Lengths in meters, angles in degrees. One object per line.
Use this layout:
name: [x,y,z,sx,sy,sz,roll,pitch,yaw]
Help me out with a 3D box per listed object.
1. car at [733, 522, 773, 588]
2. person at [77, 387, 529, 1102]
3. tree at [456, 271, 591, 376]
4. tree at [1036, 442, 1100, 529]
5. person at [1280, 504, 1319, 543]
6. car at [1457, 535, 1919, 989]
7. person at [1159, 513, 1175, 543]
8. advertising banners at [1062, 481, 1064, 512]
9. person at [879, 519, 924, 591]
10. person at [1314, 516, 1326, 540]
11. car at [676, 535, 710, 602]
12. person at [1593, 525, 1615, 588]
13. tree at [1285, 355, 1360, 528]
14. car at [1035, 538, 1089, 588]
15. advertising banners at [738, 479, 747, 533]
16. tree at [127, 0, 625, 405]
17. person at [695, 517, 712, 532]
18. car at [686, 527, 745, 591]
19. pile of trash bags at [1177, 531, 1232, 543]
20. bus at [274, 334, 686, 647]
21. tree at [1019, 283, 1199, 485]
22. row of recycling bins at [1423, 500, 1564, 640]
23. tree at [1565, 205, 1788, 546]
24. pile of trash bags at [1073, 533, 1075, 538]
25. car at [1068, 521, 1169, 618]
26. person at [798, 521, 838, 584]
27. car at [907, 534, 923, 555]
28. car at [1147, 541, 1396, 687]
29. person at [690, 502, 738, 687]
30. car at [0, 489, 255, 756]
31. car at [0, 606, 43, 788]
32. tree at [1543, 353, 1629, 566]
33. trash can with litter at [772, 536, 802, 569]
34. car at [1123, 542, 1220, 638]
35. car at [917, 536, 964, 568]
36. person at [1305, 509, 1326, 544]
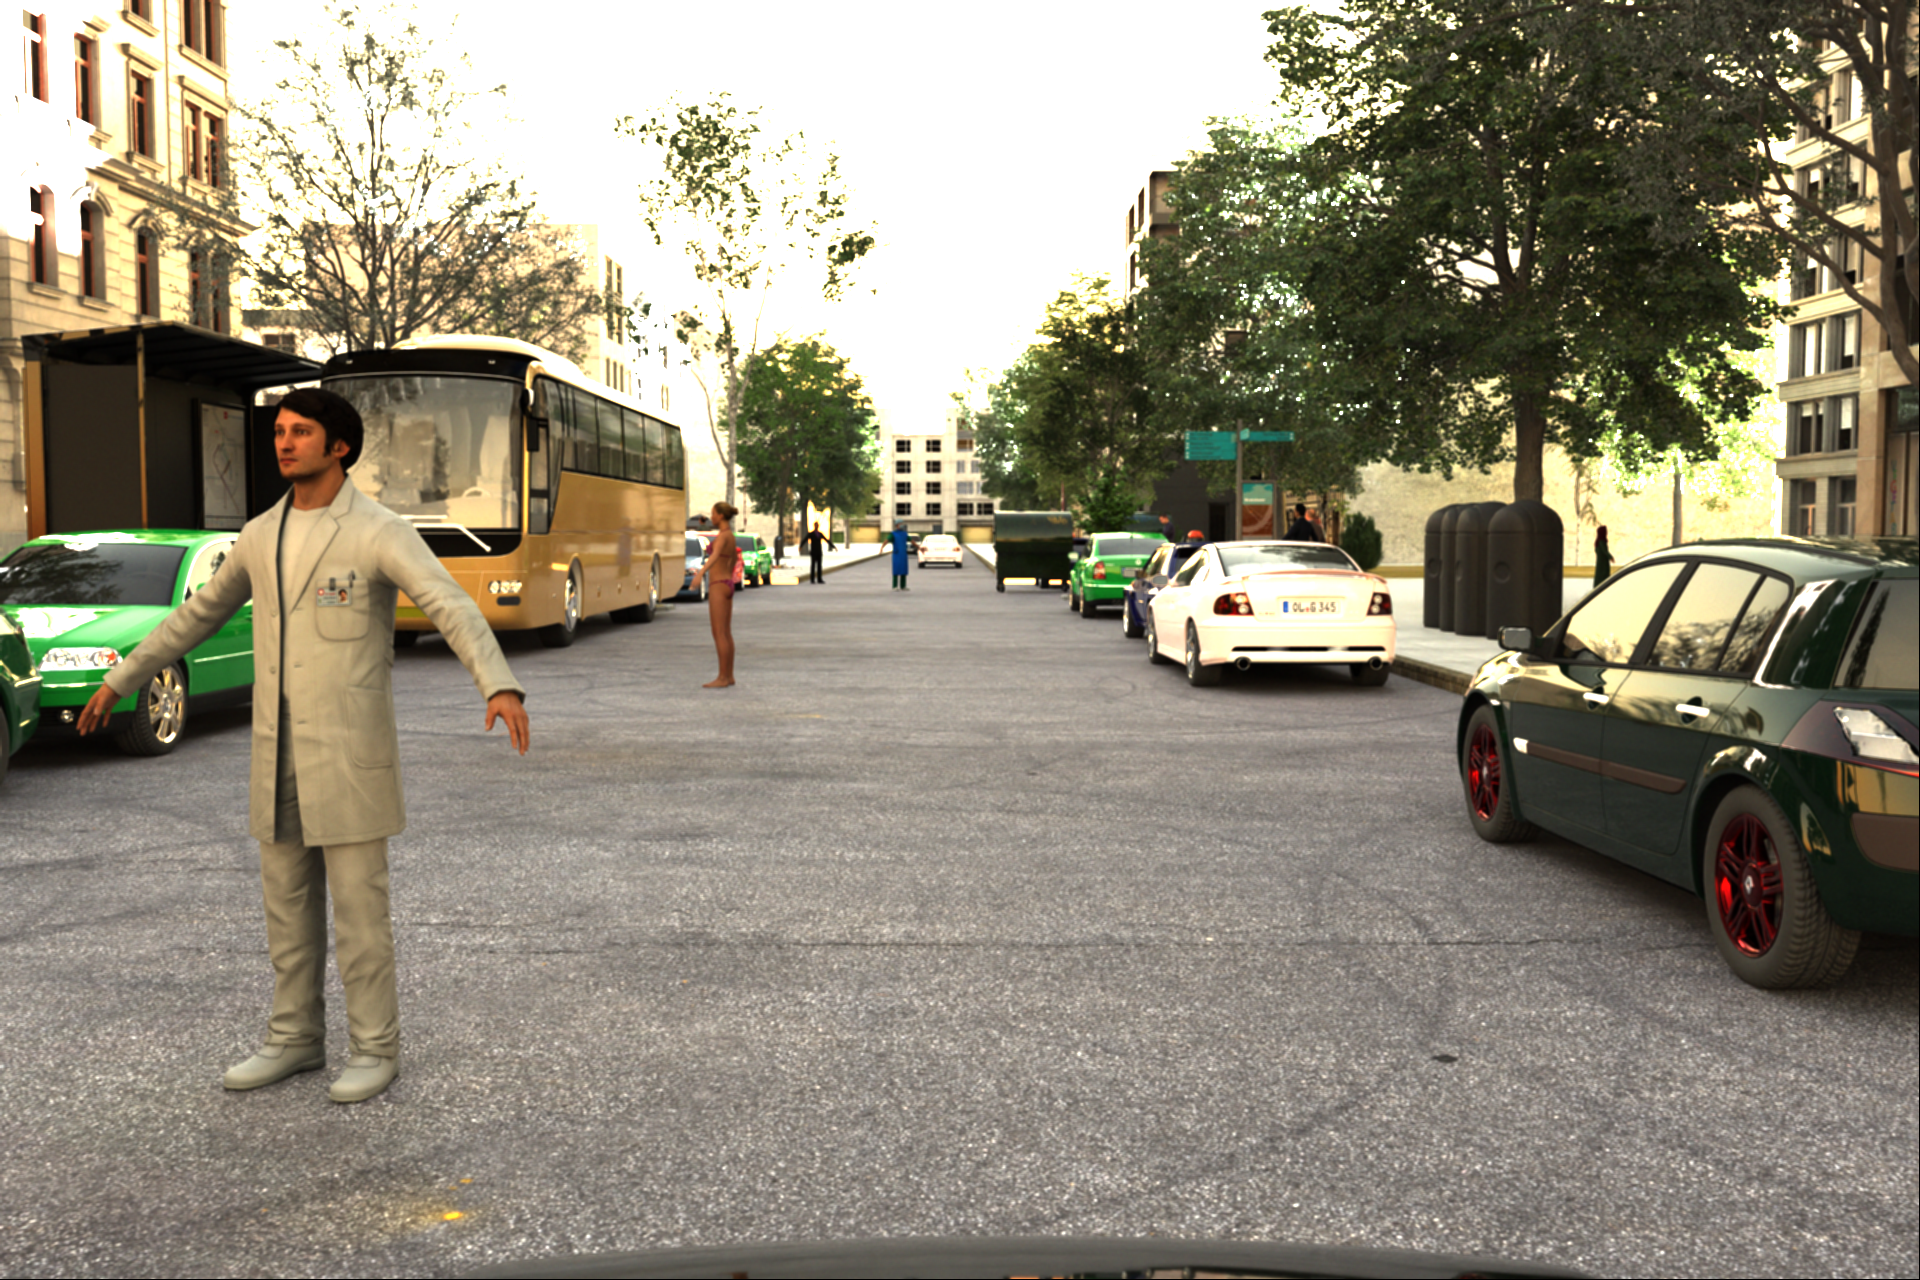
car: [-6.234,-2.379,47.698,1.959,1.807,4.718,0,3,0]
person: [-1.671,0.254,4.488,1.347,1.806,0.705,1,4,18]
tree: [-12.534,-6.038,49.082,4.737,8.622,4.395,0,3,0]
tree: [6.222,-9.471,105.217,4.737,8.622,4.395,0,3,0]
person: [6.043,-1.521,30.911,1.345,1.823,0.704,-3,5,-41]
car: [3.304,0.179,6.858,2.009,1.686,4.222,0,4,-1]
person: [4.695,-2.053,40.054,0.568,1.767,0.683,-1,4,-11]
advertising banners: [3.355,-3.776,57.920,0.090,3.025,2.074,0,4,-1]
person: [-1.517,-2.168,44.028,1.347,1.817,0.704,-2,4,-35]
person: [10.184,-2.658,49.606,0.704,1.811,1.347,-1,4,-16]
car: [-6.259,-1.582,37.874,2.014,1.417,4.499,0,3,0]
person: [11.512,-1.326,30.890,0.599,1.438,0.989,0,4,7]
tree: [13.357,-6.951,64.008,4.737,8.622,4.395,0,3,0]
car: [2.944,-2.103,46.972,1.945,1.354,3.894,0,4,0]
advertising banners: [-6.878,-3.588,54.850,0.090,3.025,2.074,0,4,-1]
tree: [-12.469,-7.786,37.673,12.009,13.543,11.850,0,3,0]
person: [-7.604,-2.743,51.113,0.705,1.796,1.348,3,5,40]
car: [-6.363,-2.042,42.422,2.155,1.783,4.494,0,4,0]
pile of trash bags: [6.248,-2.142,44.782,1.912,1.369,3.447,0,4,0]
bus: [-6.150,-2.056,25.157,2.896,3.916,12.252,0,4,0]
tree: [5.838,-7.914,63.808,7.601,10.594,8.767,-1,4,-15]
row of recycling bins: [6.794,-0.932,22.351,1.069,1.692,3.534,0,4,-1]
tree: [24.700,-8.703,60.428,7.486,12.596,7.792,0,3,0]
pile of trash bags: [3.429,-2.653,53.125,1.912,1.369,3.447,0,4,-2]
car: [2.943,-1.354,30.927,1.959,1.807,4.718,0,4,0]
person: [-4.152,-2.542,50.239,1.346,1.802,0.704,-3,4,-36]
car: [-3.091,-5.899,106.236,2.009,1.686,4.222,0,4,-1]
car: [3.054,-0.324,17.652,2.083,1.381,4.827,0,4,-1]
person: [-2.318,-0.431,16.311,0.721,1.733,1.217,0,4,7]
car: [-6.011,-0.230,12.563,1.959,1.807,4.718,0,4,0]
car: [-5.986,0.257,7.590,2.131,1.459,4.920,0,3,0]
tree: [24.502,-7.261,69.087,4.360,8.622,3.978,0,3,0]
trash can with litter: [-6.675,-3.289,64.836,1.678,1.210,2.233,0,4,1]
car: [3.172,-0.625,22.794,1.945,1.354,3.894,0,4,-2]
car: [-0.845,-3.761,73.847,2.083,1.381,4.827,0,4,-1]
person: [6.569,-1.604,32.829,0.990,1.755,0.434,-2,4,-28]
